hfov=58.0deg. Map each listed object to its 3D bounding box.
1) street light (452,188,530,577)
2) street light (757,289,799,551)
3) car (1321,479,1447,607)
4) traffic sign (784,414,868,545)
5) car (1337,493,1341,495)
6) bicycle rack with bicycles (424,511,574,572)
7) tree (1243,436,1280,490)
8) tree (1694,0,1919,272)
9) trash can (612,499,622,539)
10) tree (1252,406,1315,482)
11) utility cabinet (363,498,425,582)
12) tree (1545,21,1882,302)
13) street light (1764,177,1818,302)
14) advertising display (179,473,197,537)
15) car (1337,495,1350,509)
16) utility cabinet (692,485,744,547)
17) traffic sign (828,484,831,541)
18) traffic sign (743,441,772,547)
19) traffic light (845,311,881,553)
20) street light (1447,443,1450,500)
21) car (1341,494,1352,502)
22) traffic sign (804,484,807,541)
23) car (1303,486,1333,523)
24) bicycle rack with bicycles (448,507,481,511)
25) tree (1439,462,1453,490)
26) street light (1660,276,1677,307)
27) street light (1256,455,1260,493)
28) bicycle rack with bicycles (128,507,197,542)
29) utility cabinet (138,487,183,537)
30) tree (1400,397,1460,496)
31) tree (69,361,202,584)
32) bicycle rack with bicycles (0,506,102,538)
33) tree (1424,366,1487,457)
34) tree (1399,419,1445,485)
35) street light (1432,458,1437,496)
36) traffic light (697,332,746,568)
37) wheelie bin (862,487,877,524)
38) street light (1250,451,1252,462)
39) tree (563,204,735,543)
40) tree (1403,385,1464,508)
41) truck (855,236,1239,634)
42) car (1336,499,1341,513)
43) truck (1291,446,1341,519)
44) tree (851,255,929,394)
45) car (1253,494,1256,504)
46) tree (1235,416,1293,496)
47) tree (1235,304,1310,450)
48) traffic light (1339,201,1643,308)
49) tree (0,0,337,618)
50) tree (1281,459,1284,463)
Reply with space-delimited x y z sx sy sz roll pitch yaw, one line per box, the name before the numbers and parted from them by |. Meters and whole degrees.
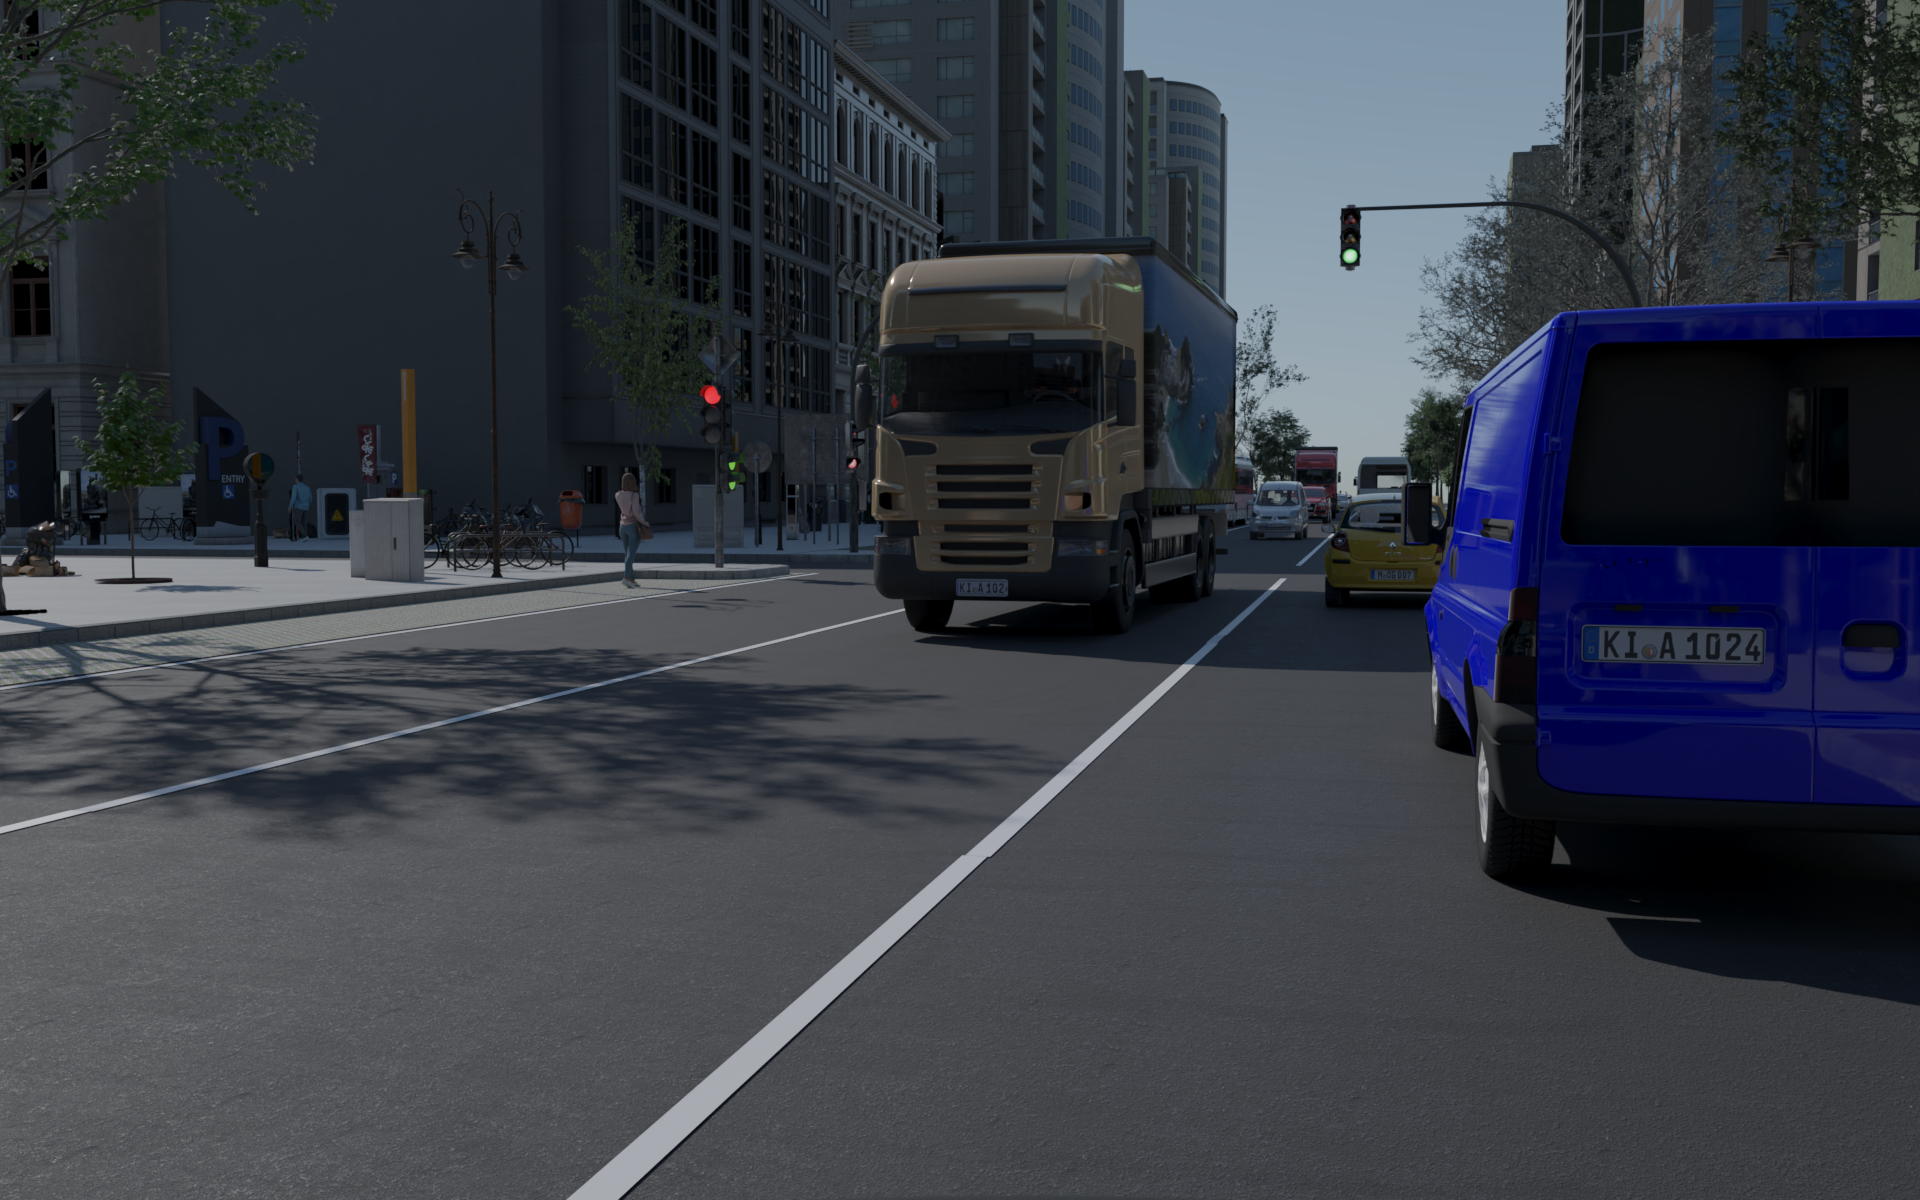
street light | -7.145 -3.288 26.546 0.468 5.910 1.993 1 4 14
street light | -4.091 -4.061 39.183 0.468 5.910 1.993 1 4 14
car | 5.842 -0.796 23.243 2.015 1.641 3.980 1 4 15
traffic sign | -3.409 -3.065 43.985 2.265 3.308 0.079 1 4 17
car | 43.415 -11.605 198.789 2.155 1.783 4.494 1 4 13
bicycle rack with bicycles | -7.991 -0.999 29.715 2.925 0.926 2.852 -1 4 -19
tree | 35.792 -15.811 208.867 4.360 8.622 3.978 0 3 0
tree | 9.915 -4.905 14.605 7.601 10.594 8.767 2 4 31
trash can | -9.474 -2.290 49.098 0.748 1.137 0.748 0 3 0
tree | 46.750 -21.027 250.450 9.857 13.997 8.962 0 3 0
utility cabinet | -8.383 -0.885 25.634 1.020 1.237 0.306 2 4 33
tree | 17.911 -8.213 44.654 12.009 13.543 11.850 0 3 0
street light | 12.203 -3.225 25.524 0.468 5.910 1.993 1 4 14
advertising display | -22.891 -2.861 51.999 0.974 1.923 0.123 -1 4 -14
car | 31.584 -8.096 144.730 2.083 1.381 4.827 1 4 14
utility cabinet | -5.760 -1.993 41.262 1.173 1.500 0.318 -1 4 -15
traffic sign | -3.546 -2.868 46.996 0.768 2.556 0.104 1 4 20
traffic sign | -4.900 -2.545 41.724 0.768 2.556 0.104 1 4 14
traffic light | -0.250 -3.835 37.374 4.771 5.953 1.251 1 4 14
street light | 41.392 -10.636 146.686 0.468 5.910 1.993 1 4 14
car | 40.222 -10.325 180.821 2.014 1.417 4.499 1 4 13
traffic sign | -4.246 -2.898 47.484 0.768 2.556 0.104 1 4 22
car | 17.410 -4.746 86.276 2.281 1.827 5.304 1 4 14
bicycle rack with bicycles | -13.122 -1.989 45.904 2.925 0.926 2.852 -1 4 -11
tree | 44.200 -10.379 153.418 4.285 4.588 4.351 0 3 0
street light | 14.992 -3.917 36.824 0.468 5.910 1.993 1 4 14
street light | 33.335 -13.535 194.084 0.468 5.910 1.993 1 4 14
bicycle rack with bicycles | -21.440 -2.119 48.021 2.852 0.926 2.925 1 4 16
utility cabinet | -23.617 -2.600 51.185 1.173 1.500 0.318 -2 4 -26
tree | 55.263 -17.346 200.622 9.611 12.733 9.660 0 3 0
tree | -12.030 -1.853 24.891 1.663 3.219 1.824 0 3 0
bicycle rack with bicycles | -26.413 -2.244 50.073 2.925 0.926 2.852 -1 4 -16
tree | 35.764 -11.243 118.243 8.767 10.594 7.601 2 4 28
tree | 59.773 -18.469 220.090 7.486 12.596 7.792 0 3 0
street light | 52.323 -13.405 191.951 0.468 5.910 1.993 1 4 14
traffic light | -4.177 -2.517 30.067 0.839 4.253 0.868 1 4 14
wheelie bin | -3.844 -4.053 74.178 0.693 1.594 0.980 -1 4 -12
street light | 30.786 -12.906 183.804 0.468 5.910 1.993 1 4 14
tree | -8.056 -5.792 45.068 4.737 8.622 4.395 0 3 0
tree | 45.999 -14.675 165.686 9.928 11.665 9.643 0 3 0
truck | 1.540 -1.984 21.348 2.839 4.237 11.283 1 4 15
car | 27.811 -7.388 131.016 2.015 1.641 3.980 1 4 14
truck | 21.458 -7.053 104.232 2.839 4.237 11.283 1 4 12
tree | -1.407 -6.325 53.770 4.737 8.622 4.395 0 3 0
car | 16.373 -5.371 99.618 2.131 1.459 4.920 1 4 14
tree | 34.249 -16.244 199.999 8.767 10.594 7.601 -1 4 -12
tree | 28.500 -19.331 171.958 12.611 20.169 13.585 0 3 0
traffic light | 8.318 -3.197 26.938 4.771 5.953 1.251 1 4 14
tree | -10.413 -5.635 17.881 9.928 11.665 9.643 0 3 0
tree | 38.829 -16.426 218.924 4.360 8.622 3.978 0 3 0
